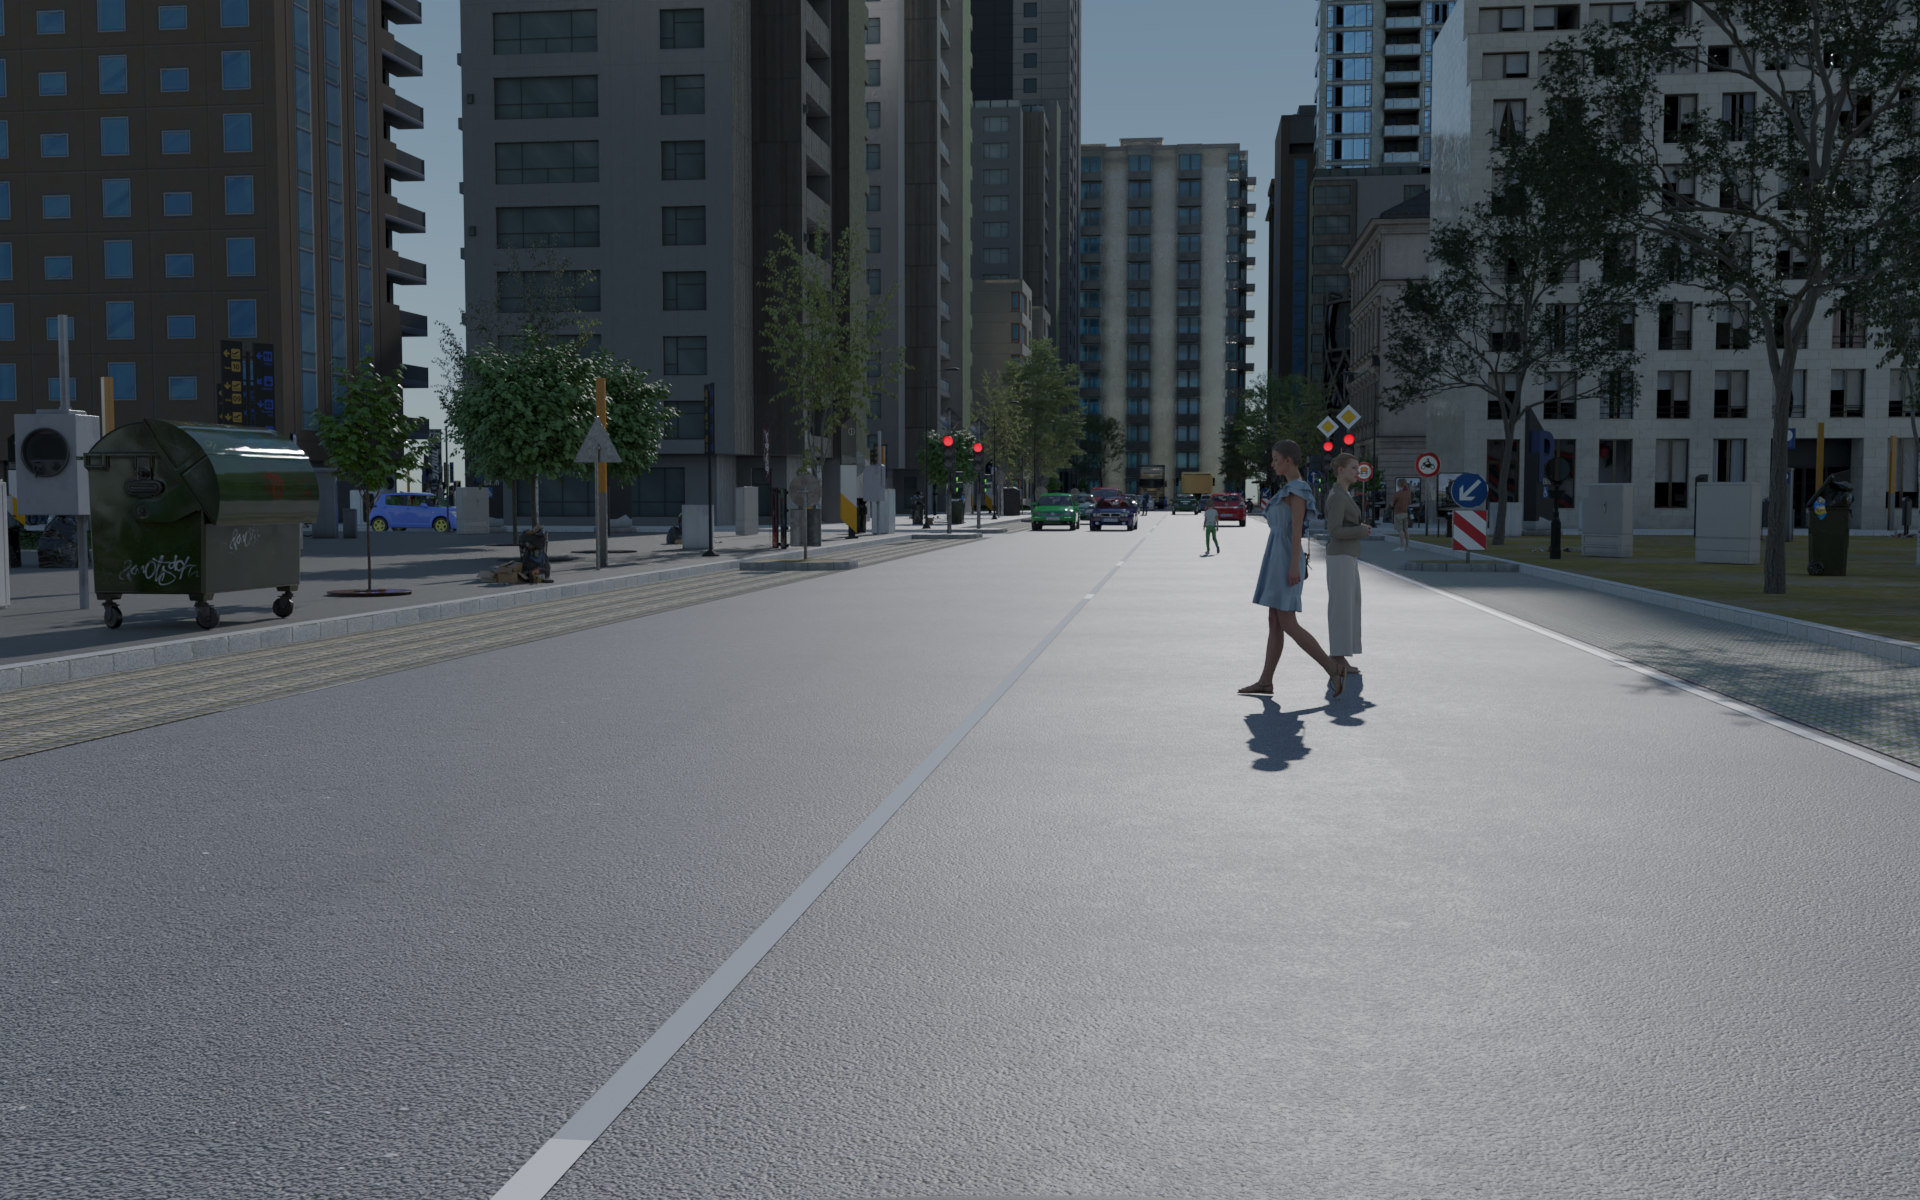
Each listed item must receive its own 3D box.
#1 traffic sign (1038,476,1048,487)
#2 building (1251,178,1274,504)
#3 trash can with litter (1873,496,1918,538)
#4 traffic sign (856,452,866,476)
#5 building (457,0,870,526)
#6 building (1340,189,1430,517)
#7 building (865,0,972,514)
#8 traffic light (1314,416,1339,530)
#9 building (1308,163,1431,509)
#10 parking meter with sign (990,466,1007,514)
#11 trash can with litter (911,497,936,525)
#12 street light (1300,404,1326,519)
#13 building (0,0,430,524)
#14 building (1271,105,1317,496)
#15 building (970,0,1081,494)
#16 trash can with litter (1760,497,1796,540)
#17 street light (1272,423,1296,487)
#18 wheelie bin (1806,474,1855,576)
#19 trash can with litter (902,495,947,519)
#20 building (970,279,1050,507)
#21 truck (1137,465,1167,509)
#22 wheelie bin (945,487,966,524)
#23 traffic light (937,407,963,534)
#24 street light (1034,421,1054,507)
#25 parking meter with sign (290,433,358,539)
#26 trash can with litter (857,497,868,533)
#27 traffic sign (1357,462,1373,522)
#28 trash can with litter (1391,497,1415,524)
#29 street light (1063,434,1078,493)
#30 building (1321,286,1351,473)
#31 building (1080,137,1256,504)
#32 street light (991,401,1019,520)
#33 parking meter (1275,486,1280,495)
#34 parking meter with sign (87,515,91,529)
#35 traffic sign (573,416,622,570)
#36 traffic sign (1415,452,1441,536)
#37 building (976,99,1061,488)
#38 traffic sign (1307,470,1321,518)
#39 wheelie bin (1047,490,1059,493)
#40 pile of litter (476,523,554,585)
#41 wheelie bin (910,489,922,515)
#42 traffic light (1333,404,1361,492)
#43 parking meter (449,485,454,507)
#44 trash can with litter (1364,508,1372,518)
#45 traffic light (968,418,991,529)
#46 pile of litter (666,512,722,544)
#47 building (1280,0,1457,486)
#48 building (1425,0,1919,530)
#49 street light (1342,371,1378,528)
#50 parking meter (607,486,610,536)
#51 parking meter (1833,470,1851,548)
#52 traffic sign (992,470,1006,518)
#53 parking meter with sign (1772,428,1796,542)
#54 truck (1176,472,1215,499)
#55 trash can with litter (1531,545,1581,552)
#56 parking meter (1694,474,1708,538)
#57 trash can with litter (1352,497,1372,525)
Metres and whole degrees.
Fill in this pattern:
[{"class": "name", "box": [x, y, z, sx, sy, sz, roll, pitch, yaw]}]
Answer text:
[{"class": "traffic sign", "box": [5.737, -7.329, 119.932, 0.768, 2.556, 0.104, 1, 4, 13]}, {"class": "building", "box": [53.724, -35.217, 230.426, 28.867, 44.769, 22.147, 0, 4, 7]}, {"class": "trash can with litter", "box": [27.976, -2.474, 51.503, 1.678, 1.210, 2.233, 3, 4, 36]}, {"class": "traffic sign", "box": [-3.197, -3.160, 51.780, 0.768, 2.556, 0.104, 1, 4, 17]}, {"class": "building", "box": [-12.060, -18.518, 74.471, 14.160, 30.474, 14.107, 0, 4, 7]}, {"class": "building", "box": [28.869, -14.612, 103.531, 10.561, 19.102, 19.286, 0, 4, 7]}, {"class": "building", "box": [-7.004, -26.251, 112.802, 14.154, 41.232, 14.086, 0, 4, 7]}, {"class": "traffic light", "box": [13.165, -4.481, 62.190, 0.839, 4.253, 0.868, 0, 4, 7]}, {"class": "building", "box": [38.240, -23.469, 155.422, 14.160, 30.474, 14.107, 0, 4, 7]}, {"class": "parking meter with sign", "box": [2.636, -6.939, 109.712, 0.543, 3.016, 1.738, 2, 4, 35]}, {"class": "trash can with litter", "box": [-1.526, -3.734, 72.444, 1.055, 1.170, 0.624, 0, 4, 4]}, {"class": "street light", "box": [18.164, -7.121, 88.963, 1.470, 5.913, 1.316, 0, 4, 7]}, {"class": "building", "box": [-33.858, -26.146, 77.605, 14.200, 45.320, 14.600, 0, 4, 7]}, {"class": "building", "box": [43.453, -33.617, 199.748, 14.600, 45.320, 14.200, 0, 4, 7]}, {"class": "building", "box": [3.175, -46.624, 200.559, 20.611, 71.187, 20.563, 0, 4, 7]}, {"class": "trash can with litter", "box": [22.460, -2.311, 48.849, 2.233, 1.210, 1.678, 1, 4, 18]}, {"class": "street light", "box": [21.330, -8.596, 113.089, 1.470, 5.913, 1.316, 0, 4, 7]}, {"class": "wheelie bin", "box": [13.713, -1.186, 27.301, 0.693, 1.594, 0.980, 2, 4, 27]}, {"class": "trash can with litter", "box": [-1.808, -4.838, 90.151, 2.233, 1.210, 1.678, 1, 4, 11]}, {"class": "building", "box": [-6.831, -18.986, 155.459, 27.650, 21.520, 28.899, 0, 4, 7]}, {"class": "truck", "box": [18.608, -10.942, 167.818, 2.839, 4.237, 11.283, 0, 4, 7]}, {"class": "wheelie bin", "box": [-0.175, -4.054, 74.197, 0.980, 1.594, 0.693, 1, 4, 19]}, {"class": "traffic light", "box": [-0.327, -4.095, 55.876, 0.839, 4.253, 0.868, 0, 4, 7]}, {"class": "street light", "box": [5.287, -8.410, 110.052, 1.470, 5.913, 1.316, 0, 4, 7]}, {"class": "parking meter with sign", "box": [-18.326, -3.283, 49.944, 1.738, 3.016, 0.543, -1, 4, -10]}, {"class": "trash can with litter", "box": [-3.420, -2.775, 56.752, 0.624, 1.170, 1.055, -1, 4, -22]}, {"class": "traffic sign", "box": [16.054, -4.206, 68.871, 0.768, 2.556, 0.104, 1, 4, 12]}, {"class": "trash can with litter", "box": [18.715, -3.772, 73.054, 1.055, 1.170, 0.624, 3, 5, 43]}, {"class": "street light", "box": [8.510, -9.849, 133.565, 1.470, 5.913, 1.316, 0, 4, 7]}, {"class": "building", "box": [34.948, -15.847, 126.549, 16.820, 18.784, 16.811, 0, 4, 7]}, {"class": "building", "box": [24.492, -37.670, 235.507, 30.456, 49.044, 23.786, 0, 4, 7]}, {"class": "street light", "box": [2.271, -7.001, 87.002, 1.470, 5.913, 1.316, 0, 4, 7]}, {"class": "parking meter", "box": [24.427, -7.805, 133.321, 0.399, 1.863, 0.255, -3, 5, -40]}, {"class": "parking meter with sign", "box": [-23.529, -3.191, 48.440, 1.738, 3.016, 0.543, -3, 5, -43]}, {"class": "traffic sign", "box": [-6.082, -1.775, 29.028, 0.884, 2.594, 0.081, 1, 4, 16]}, {"class": "traffic sign", "box": [14.251, -3.223, 52.810, 0.768, 2.556, 0.104, 1, 4, 12]}, {"class": "building", "box": [2.603, -30.072, 175.263, 14.154, 41.232, 14.086, 0, 4, 7]}, {"class": "traffic sign", "box": [18.945, -5.654, 92.543, 0.768, 2.556, 0.104, 1, 4, 9]}, {"class": "wheelie bin", "box": [7.300, -7.610, 132.337, 0.980, 1.594, 0.693, 0, 4, 3]}, {"class": "pile of litter", "box": [-6.450, -0.686, 25.176, 1.176, 0.858, 1.719, 0, 4, -1]}, {"class": "wheelie bin", "box": [-2.540, -5.714, 101.325, 0.693, 1.594, 0.980, -1, 4, -8]}, {"class": "traffic light", "box": [12.131, -3.997, 54.271, 0.839, 4.253, 0.868, 0, 4, 7]}, {"class": "parking meter", "box": [-33.000, -6.534, 112.541, 0.255, 1.863, 0.399, 0, 4, 1]}, {"class": "trash can with litter", "box": [21.445, -4.999, 92.787, 1.678, 1.210, 2.233, -3, 5, -39]}, {"class": "traffic light", "box": [0.707, -4.579, 63.794, 0.839, 4.253, 0.868, 0, 4, 7]}, {"class": "pile of litter", "box": [-6.901, -1.893, 44.917, 1.719, 0.858, 1.176, -2, 4, -35]}, {"class": "building", "box": [44.905, -52.776, 175.553, 22.319, 86.520, 31.000, 0, 4, 7]}, {"class": "building", "box": [27.743, -13.038, 67.916, 16.860, 20.320, 10.420, 0, 4, 7]}, {"class": "street light", "box": [15.161, -5.698, 65.697, 1.470, 5.913, 1.316, 0, 4, 7]}, {"class": "parking meter", "box": [-10.922, -2.732, 53.077, 0.372, 1.533, 0.369, 0, 3, 0]}, {"class": "parking meter", "box": [21.137, -2.194, 41.590, 0.399, 1.863, 0.255, 1, 4, 15]}, {"class": "traffic sign", "box": [2.080, -5.670, 92.805, 0.768, 2.556, 0.104, 1, 4, 9]}, {"class": "parking meter with sign", "box": [22.225, -3.082, 46.659, 0.543, 3.016, 1.738, 2, 4, 29]}, {"class": "truck", "box": [20.624, -9.499, 151.236, 3.469, 3.379, 9.791, 0, 4, 7]}, {"class": "trash can with litter", "box": [13.789, -1.674, 38.426, 2.233, 1.210, 1.678, 1, 4, 9]}, {"class": "parking meter", "box": [21.697, -2.753, 50.723, 0.255, 1.863, 0.399, 3, 5, 43]}, {"class": "trash can with litter", "box": [16.530, -3.648, 71.030, 1.055, 1.170, 0.624, 2, 4, 31]}]
